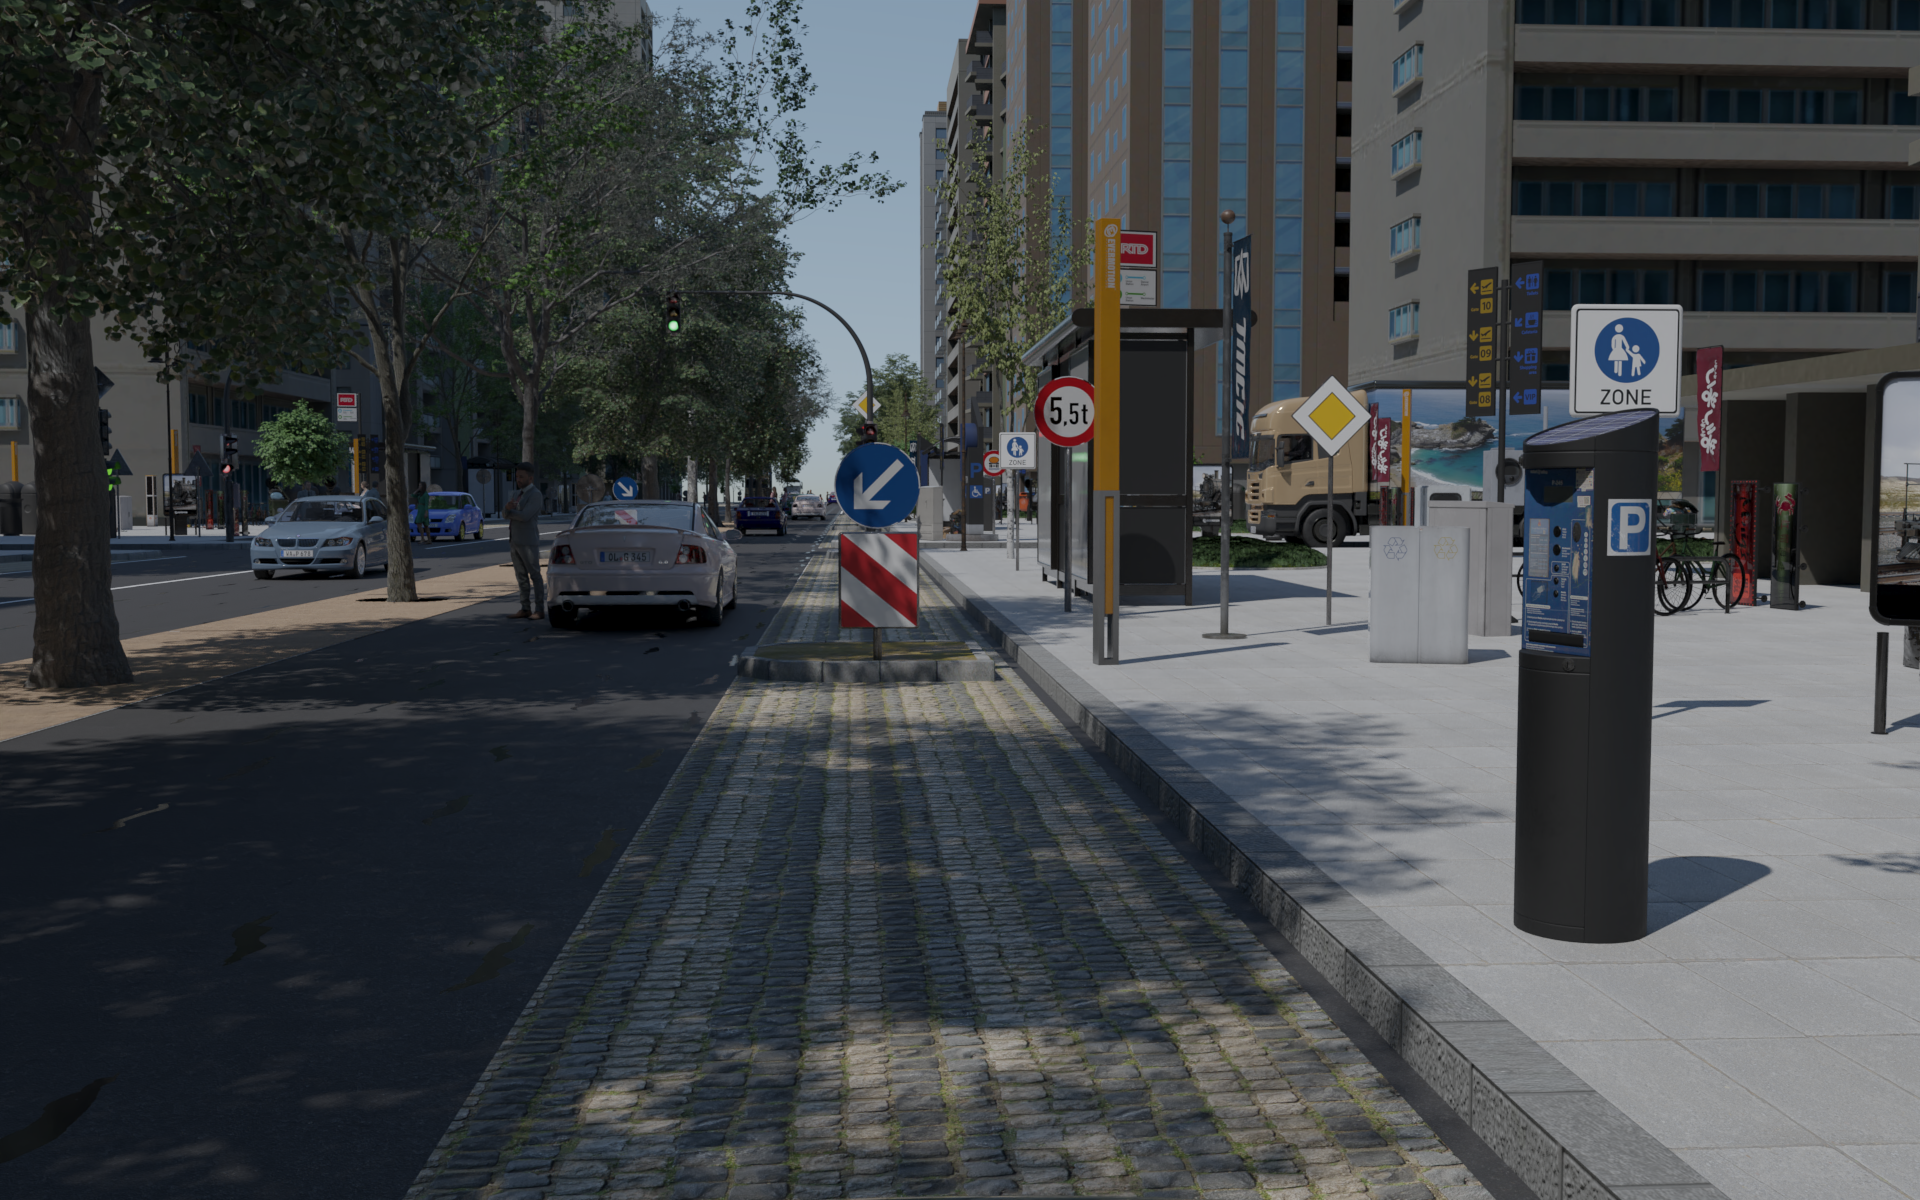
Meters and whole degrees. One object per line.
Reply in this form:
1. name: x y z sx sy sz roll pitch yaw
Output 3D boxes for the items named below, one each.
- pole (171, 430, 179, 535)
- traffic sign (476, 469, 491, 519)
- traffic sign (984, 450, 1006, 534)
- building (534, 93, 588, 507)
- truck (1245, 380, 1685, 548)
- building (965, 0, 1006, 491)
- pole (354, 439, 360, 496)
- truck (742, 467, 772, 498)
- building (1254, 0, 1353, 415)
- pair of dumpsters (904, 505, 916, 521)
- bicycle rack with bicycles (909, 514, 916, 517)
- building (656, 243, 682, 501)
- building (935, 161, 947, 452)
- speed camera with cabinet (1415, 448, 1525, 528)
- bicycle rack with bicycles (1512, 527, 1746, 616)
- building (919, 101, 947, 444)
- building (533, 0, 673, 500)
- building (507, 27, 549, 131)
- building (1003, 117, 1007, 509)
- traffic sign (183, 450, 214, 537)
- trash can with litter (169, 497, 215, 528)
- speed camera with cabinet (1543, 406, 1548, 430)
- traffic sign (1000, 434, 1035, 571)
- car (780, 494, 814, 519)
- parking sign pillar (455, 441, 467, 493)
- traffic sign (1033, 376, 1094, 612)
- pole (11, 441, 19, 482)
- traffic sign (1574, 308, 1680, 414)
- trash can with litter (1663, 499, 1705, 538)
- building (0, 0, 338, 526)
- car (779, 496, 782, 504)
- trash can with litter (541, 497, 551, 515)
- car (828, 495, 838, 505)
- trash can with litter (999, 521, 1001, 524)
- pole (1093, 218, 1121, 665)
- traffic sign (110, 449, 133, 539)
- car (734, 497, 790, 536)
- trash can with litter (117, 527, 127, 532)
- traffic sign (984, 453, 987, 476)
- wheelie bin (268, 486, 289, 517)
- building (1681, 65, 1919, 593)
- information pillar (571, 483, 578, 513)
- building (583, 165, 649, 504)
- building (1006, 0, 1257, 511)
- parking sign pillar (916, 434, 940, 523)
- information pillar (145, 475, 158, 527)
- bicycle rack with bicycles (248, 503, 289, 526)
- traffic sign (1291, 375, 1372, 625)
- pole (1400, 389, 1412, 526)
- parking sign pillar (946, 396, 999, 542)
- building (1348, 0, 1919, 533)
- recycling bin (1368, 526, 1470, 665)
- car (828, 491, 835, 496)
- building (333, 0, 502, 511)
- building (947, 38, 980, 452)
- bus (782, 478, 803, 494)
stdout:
1. pole: -24.809 -3.728 54.798 0.158 3.312 0.155 0 3 0
2. traffic sign: -24.148 -5.365 87.828 0.768 2.556 0.104 0 4 -2
3. traffic sign: 0.985 -3.066 50.238 0.768 2.556 0.104 0 4 1
4. building: -44.967 -29.749 169.984 14.154 41.232 14.086 0 4 -4
5. truck: 12.361 -3.368 43.973 11.283 4.237 2.839 0 4 -3
6. building: 11.852 -30.536 153.887 22.147 44.769 28.867 0 4 -4
7. pole: -22.306 -4.294 64.055 0.158 3.312 0.155 0 3 0
8. truck: -20.026 -11.199 172.014 2.839 4.237 11.283 0 4 -5
9. building: 14.181 -26.659 85.993 14.600 45.320 14.200 0 4 -4
10. pair of dumpsters: -2.140 -5.060 85.228 1.574 2.255 4.437 0 4 -3
11. bicycle rack with bicycles: -2.743 -5.030 95.630 2.852 0.926 2.925 -1 4 -16
12. building: -50.952 -35.765 268.350 14.154 41.232 14.086 0 4 -4
13. building: 8.046 -37.824 238.031 23.786 49.044 30.456 0 4 -4
14. speed camera with cabinet: 10.178 -2.462 34.583 2.038 3.252 0.660 0 4 -1
15. bicycle rack with bicycles: 7.354 -0.350 19.103 2.925 0.926 2.852 -1 4 -13
16. building: 4.333 -44.338 266.927 21.231 58.520 28.212 0 4 -4
17. building: -52.493 -49.619 249.518 20.563 71.187 20.611 0 4 -4
18. building: -47.489 -30.180 148.062 22.147 44.769 28.867 0 4 -4
19. building: 10.092 -22.081 132.726 14.160 30.474 14.107 0 4 -4
20. traffic sign: -22.560 -3.138 51.312 0.884 2.594 0.081 0 4 -3
21. trash can with litter: -28.542 -3.328 65.466 2.233 1.210 1.678 0 4 2
22. speed camera with cabinet: 13.880 -2.749 39.286 2.038 3.252 0.660 0 4 0
23. traffic sign: 0.959 -1.636 28.876 0.606 2.300 0.079 0 4 6
24. car: -9.526 -5.494 101.633 2.131 1.459 4.920 0 4 -3
25. parking sign pillar: -25.629 -6.145 88.936 1.447 3.967 1.447 -1 4 -22
26. traffic sign: 1.177 -1.143 18.797 0.768 2.556 0.104 0 4 1
27. pole: -36.658 -4.488 67.224 0.158 3.312 0.155 0 3 0
28. traffic sign: 3.601 -0.448 9.448 0.606 2.300 0.079 0 4 -3
29. trash can with litter: 16.384 -1.687 38.965 1.055 1.170 0.624 -2 4 -34
30. building: -42.300 -27.758 77.544 21.300 48.544 21.600 0 4 -4
31. car: -25.325 -14.626 251.720 1.945 1.354 3.894 0 4 -2
32. trash can with litter: -25.171 -5.765 105.641 0.624 1.170 1.055 1 4 16
33. car: -16.356 -12.998 225.100 1.945 1.354 3.894 0 4 -5
34. trash can with litter: 1.336 -3.986 76.230 1.678 1.210 2.233 0 4 7
35. pole: 1.098 -1.169 12.952 0.158 3.312 0.155 0 3 0
36. traffic sign: -24.022 -3.022 49.410 0.884 2.594 0.081 0 4 1
37. car: -6.939 -2.927 60.429 1.945 1.354 3.894 0 4 -4
38. trash can with litter: -28.846 -2.885 58.229 1.678 1.210 2.233 1 4 23
39. traffic sign: 0.574 -3.204 52.484 0.768 2.556 0.104 0 4 4
40. wheelie bin: -26.154 -3.581 66.451 0.693 1.594 0.980 -3 4 -36
41. building: 21.946 -21.940 13.340 22.147 44.769 28.867 0 4 -4
42. information pillar: -26.441 -6.994 118.848 0.304 2.012 0.304 1 4 17
43. building: -51.653 -34.916 225.498 22.147 44.769 28.867 0 4 -4
44. building: 10.556 -28.416 114.715 14.600 45.320 14.200 0 4 -4
45. parking sign pillar: -1.239 -5.433 77.304 1.447 3.967 1.447 -1 4 -17
46. information pillar: -31.773 -3.889 68.085 0.304 2.012 0.304 0 4 1
47. bicycle rack with bicycles: -27.994 -3.486 70.385 2.852 0.926 2.925 0 4 6
48. traffic sign: 3.609 -0.961 16.892 0.795 2.450 0.064 0 4 -3
49. pole: 8.708 -2.445 33.812 0.158 3.312 0.155 0 3 0
50. parking sign pillar: 0.337 -3.594 47.239 1.447 3.967 1.447 -1 4 -9
51. building: 26.521 -27.025 65.557 21.600 48.544 21.300 0 4 -4
52. recycling bin: 3.542 -0.052 13.409 0.722 1.027 0.722 1 4 12
53. car: -17.394 -14.364 243.526 2.281 1.827 5.304 0 4 -2
54. building: -41.328 -27.124 127.073 14.154 41.232 14.086 0 4 -4
55. building: 9.842 -33.956 178.882 21.300 48.544 21.600 0 4 -4
56. bus: -25.753 -16.898 267.831 2.896 3.916 12.252 0 4 -3
